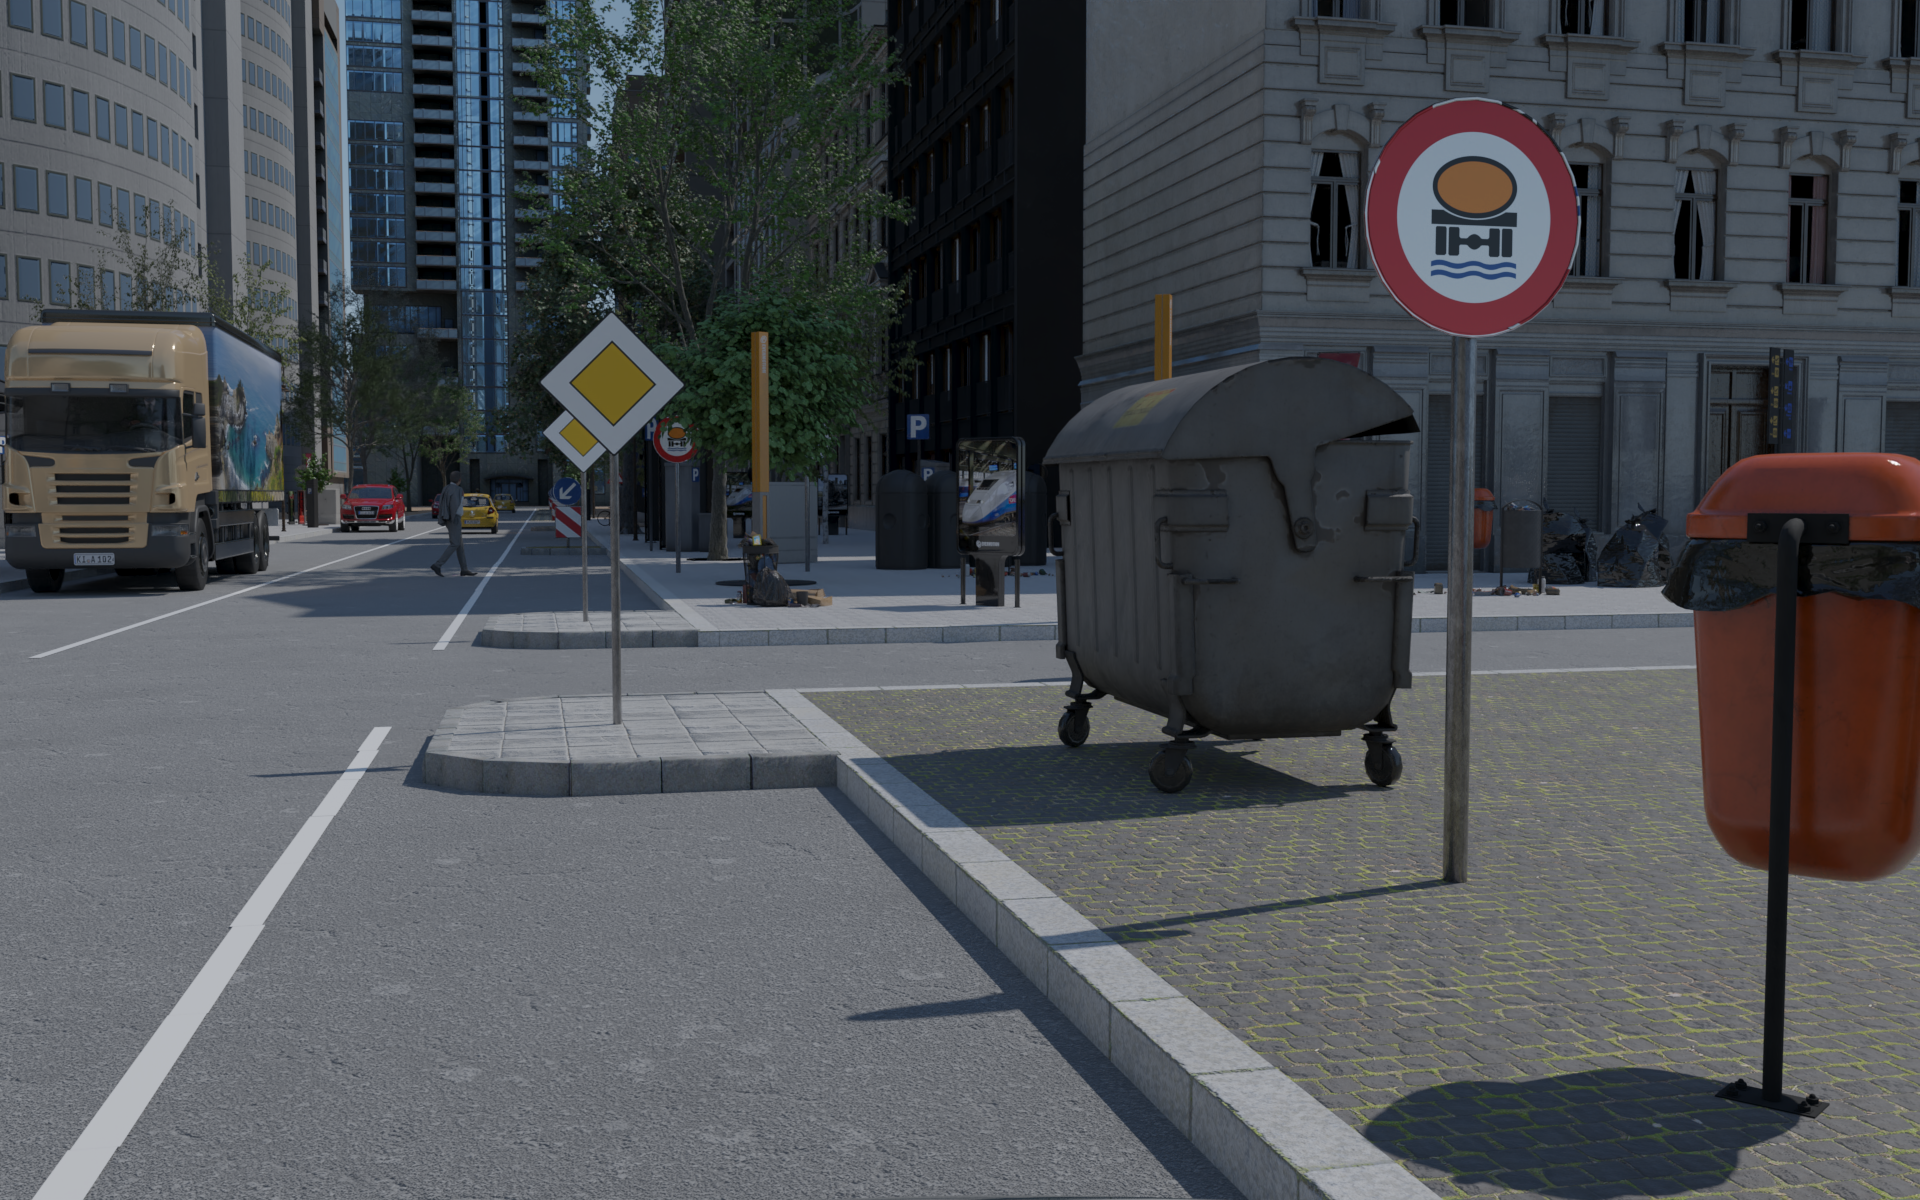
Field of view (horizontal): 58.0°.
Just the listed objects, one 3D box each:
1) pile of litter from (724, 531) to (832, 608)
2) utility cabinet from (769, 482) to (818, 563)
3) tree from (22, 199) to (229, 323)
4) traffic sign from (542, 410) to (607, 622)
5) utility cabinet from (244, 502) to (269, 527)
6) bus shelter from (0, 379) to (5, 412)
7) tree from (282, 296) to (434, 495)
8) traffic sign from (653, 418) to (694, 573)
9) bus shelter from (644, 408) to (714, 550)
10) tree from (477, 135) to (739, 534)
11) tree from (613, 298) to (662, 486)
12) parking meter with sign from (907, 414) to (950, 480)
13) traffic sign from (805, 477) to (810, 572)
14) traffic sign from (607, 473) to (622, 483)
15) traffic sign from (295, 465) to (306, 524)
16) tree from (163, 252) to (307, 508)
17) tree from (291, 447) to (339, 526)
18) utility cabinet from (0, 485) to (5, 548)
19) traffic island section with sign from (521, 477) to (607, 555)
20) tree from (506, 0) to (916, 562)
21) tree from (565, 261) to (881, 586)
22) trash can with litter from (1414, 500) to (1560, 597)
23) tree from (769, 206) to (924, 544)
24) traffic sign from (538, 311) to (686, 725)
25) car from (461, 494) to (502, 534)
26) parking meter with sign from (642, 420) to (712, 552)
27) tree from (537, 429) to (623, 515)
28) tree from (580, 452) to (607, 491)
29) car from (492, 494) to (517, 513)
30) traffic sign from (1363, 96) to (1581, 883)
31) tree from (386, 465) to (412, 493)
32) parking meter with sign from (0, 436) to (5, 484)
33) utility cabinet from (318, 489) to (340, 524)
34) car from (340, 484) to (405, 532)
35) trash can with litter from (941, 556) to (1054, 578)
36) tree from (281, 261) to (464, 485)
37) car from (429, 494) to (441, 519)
[{"bbox_3d":[-2.133,-0.385,20.253,1.176,0.858,1.719,-1,4,-19],"label":"pile of litter"},{"bbox_3d":[-3.202,-1.427,32.018,1.173,1.500,0.318,-3,5,-41],"label":"utility cabinet"},{"bbox_3d":[-20.229,-5.643,42.629,4.360,8.622,3.978,0,3,0],"label":"tree"},{"bbox_3d":[-3.770,-0.839,17.358,0.795,2.450,0.064,-1,4,-13],"label":"traffic sign"},{"bbox_3d":[-23.868,-2.911,58.749,0.306,1.237,1.020,1,4,9],"label":"utility cabinet"},{"bbox_3d":[-16.177,-2.026,27.055,2.014,3.302,5.546,-1,4,-13],"label":"bus shelter"},{"bbox_3d":[-28.316,-8.968,81.047,7.601,10.594,8.767,-2,4,-33],"label":"tree"},{"bbox_3d":[-4.584,-1.713,28.122,0.768,2.556,0.104,0,4,-4],"label":"traffic sign"},{"bbox_3d":[-7.114,-3.145,42.700,1.731,3.624,6.357,-1,4,-13],"label":"bus shelter"},{"bbox_3d":[-10.535,-8.456,55.266,9.611,12.733,9.660,0,3,0],"label":"tree"},{"bbox_3d":[-11.862,-6.965,64.248,4.737,8.622,4.395,0,3,0],"label":"tree"},{"bbox_3d":[-0.532,-2.591,38.623,0.543,3.016,1.738,2,4,26],"label":"parking meter with sign"},{"bbox_3d":[-2.520,-1.741,28.572,0.768,2.556,0.104,-1,4,-13],"label":"traffic sign"},{"bbox_3d":[-17.046,-5.253,85.883,0.884,2.594,0.081,-1,4,-12],"label":"traffic sign"},{"bbox_3d":[-28.443,-4.588,75.119,0.768,2.556,0.104,0,4,-6],"label":"traffic sign"},{"bbox_3d":[-21.686,-6.209,51.886,4.737,8.622,4.395,0,3,0],"label":"tree"},{"bbox_3d":[-26.343,-4.646,70.563,1.663,3.219,1.824,0,3,0],"label":"tree"},{"bbox_3d":[-22.331,-1.959,40.701,1.173,1.500,0.318,2,4,27],"label":"utility cabinet"},{"bbox_3d":[-9.518,-2.012,41.523,1.989,1.847,2.006,-1,4,-13],"label":"traffic island section with sign"},{"bbox_3d":[-4.682,-6.552,32.877,9.928,11.665,9.643,0,3,0],"label":"tree"},{"bbox_3d":[-2.680,-2.497,24.542,4.285,4.588,4.351,0,3,0],"label":"tree"},{"bbox_3d":[6.788,-0.685,22.250,2.233,1.210,1.678,0,4,-1],"label":"trash can with litter"},{"bbox_3d":[-3.276,-5.756,44.478,4.737,8.622,4.395,0,3,0],"label":"tree"},{"bbox_3d":[-1.914,-0.364,9.591,0.795,2.450,0.064,-1,4,-13],"label":"traffic sign"},{"bbox_3d":[-17.832,-3.259,63.501,2.015,1.641,3.980,-1,4,-14],"label":"car"},{"bbox_3d":[-6.170,-2.584,38.514,1.738,3.016,0.543,1,4,22],"label":"parking meter with sign"},{"bbox_3d":[-22.938,-11.623,108.169,7.486,12.596,7.792,0,3,0],"label":"tree"},{"bbox_3d":[-34.425,-12.746,158.764,4.360,8.622,3.978,0,3,0],"label":"tree"},{"bbox_3d":[-34.716,-7.431,131.728,2.015,1.641,3.980,-1,4,-13],"label":"car"},{"bbox_3d":[1.644,-0.340,5.672,0.768,2.556,0.104,-1,4,-13],"label":"traffic sign"},{"bbox_3d":[-36.539,-7.187,112.112,1.663,3.219,1.824,0,3,0],"label":"tree"},{"bbox_3d":[-29.525,-3.407,51.967,1.738,3.016,0.543,0,4,2],"label":"parking meter with sign"},{"bbox_3d":[-26.458,-3.888,72.247,1.173,1.500,0.318,1,4,16],"label":"utility cabinet"},{"bbox_3d":[-22.529,-3.539,66.538,2.281,1.827,5.304,-1,4,-13],"label":"car"},{"bbox_3d":[0.896,-0.979,27.072,2.233,1.210,1.678,0,4,8],"label":"trash can with litter"},{"bbox_3d":[-31.635,-11.099,91.841,12.009,13.543,11.850,0,3,0],"label":"tree"},{"bbox_3d":[-30.166,-5.690,102.077,2.155,1.783,4.494,-1,4,-15],"label":"car"}]
